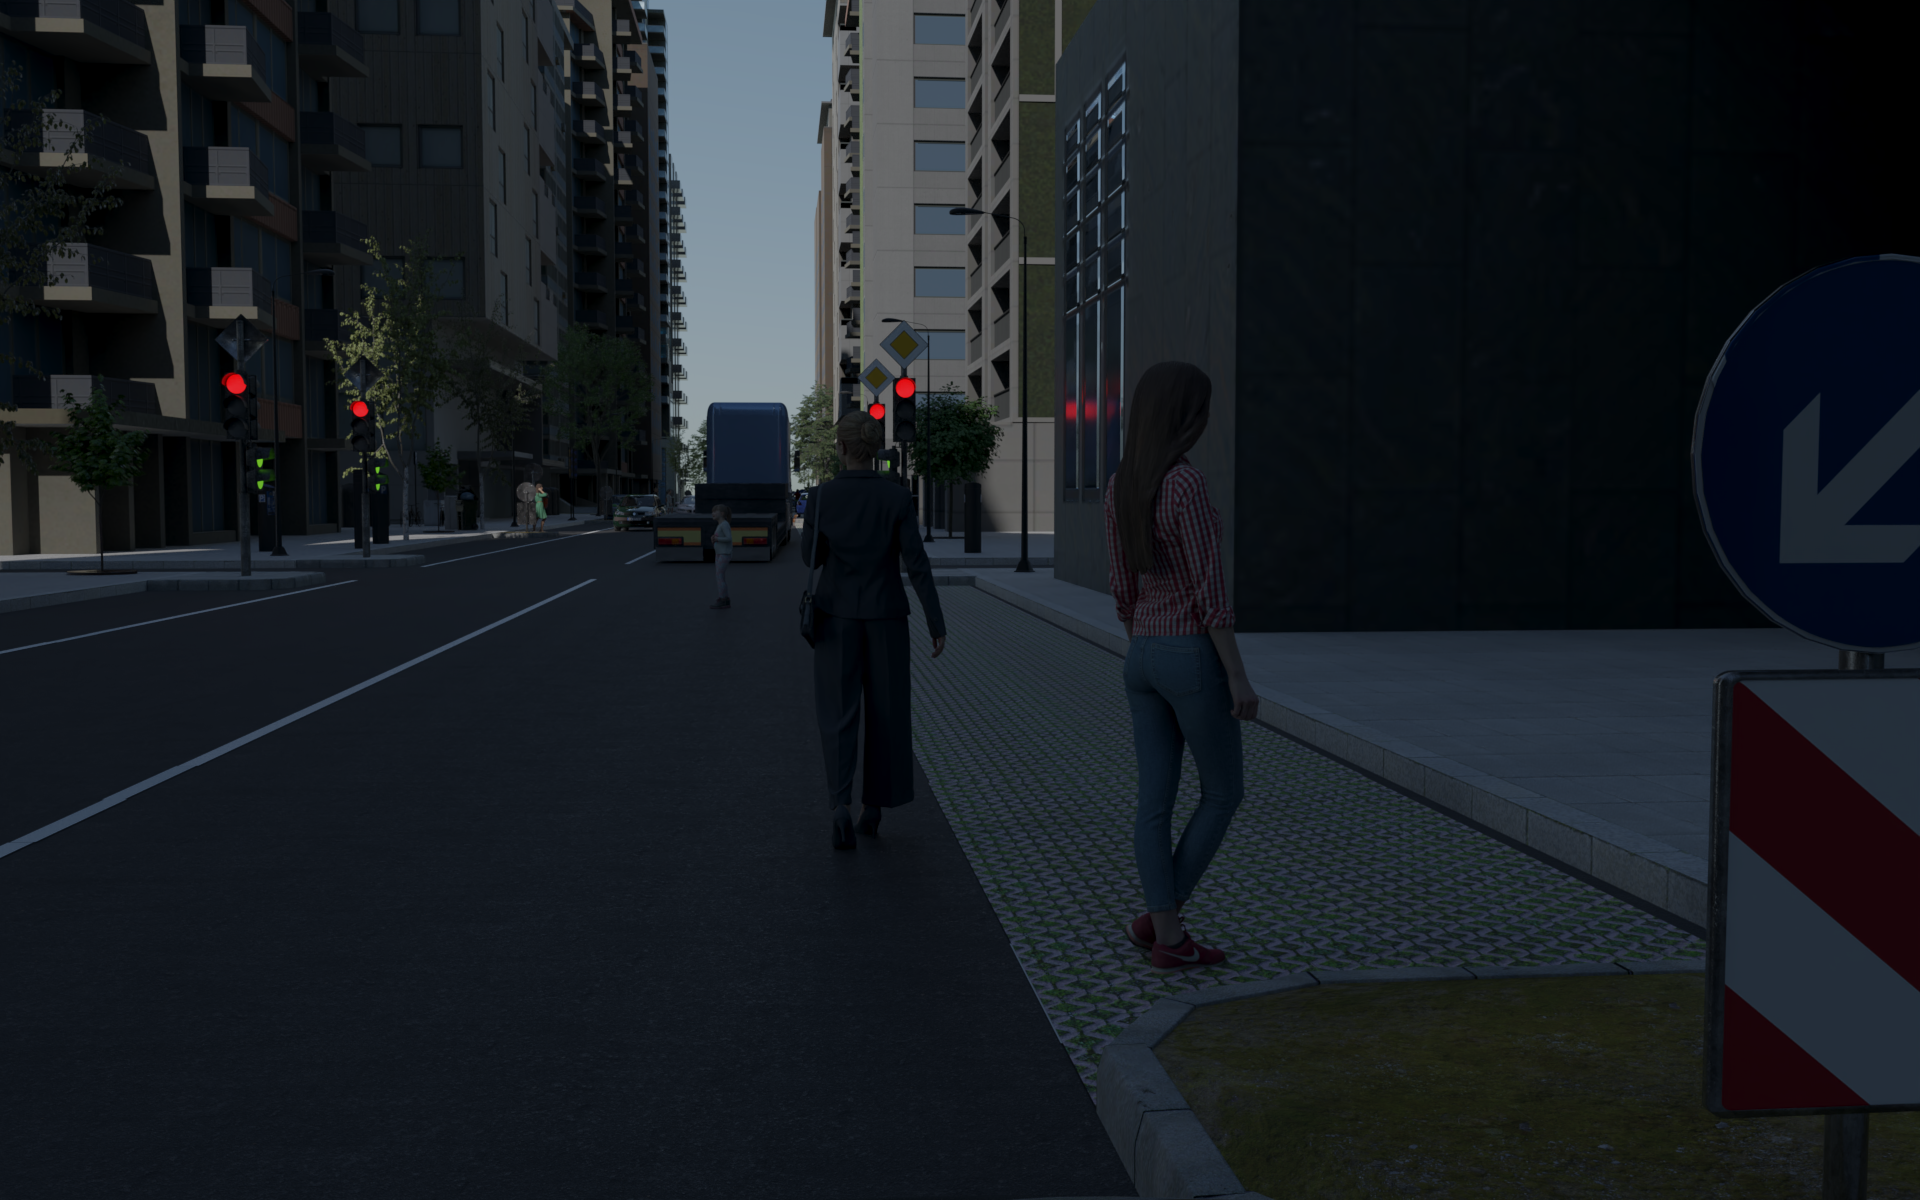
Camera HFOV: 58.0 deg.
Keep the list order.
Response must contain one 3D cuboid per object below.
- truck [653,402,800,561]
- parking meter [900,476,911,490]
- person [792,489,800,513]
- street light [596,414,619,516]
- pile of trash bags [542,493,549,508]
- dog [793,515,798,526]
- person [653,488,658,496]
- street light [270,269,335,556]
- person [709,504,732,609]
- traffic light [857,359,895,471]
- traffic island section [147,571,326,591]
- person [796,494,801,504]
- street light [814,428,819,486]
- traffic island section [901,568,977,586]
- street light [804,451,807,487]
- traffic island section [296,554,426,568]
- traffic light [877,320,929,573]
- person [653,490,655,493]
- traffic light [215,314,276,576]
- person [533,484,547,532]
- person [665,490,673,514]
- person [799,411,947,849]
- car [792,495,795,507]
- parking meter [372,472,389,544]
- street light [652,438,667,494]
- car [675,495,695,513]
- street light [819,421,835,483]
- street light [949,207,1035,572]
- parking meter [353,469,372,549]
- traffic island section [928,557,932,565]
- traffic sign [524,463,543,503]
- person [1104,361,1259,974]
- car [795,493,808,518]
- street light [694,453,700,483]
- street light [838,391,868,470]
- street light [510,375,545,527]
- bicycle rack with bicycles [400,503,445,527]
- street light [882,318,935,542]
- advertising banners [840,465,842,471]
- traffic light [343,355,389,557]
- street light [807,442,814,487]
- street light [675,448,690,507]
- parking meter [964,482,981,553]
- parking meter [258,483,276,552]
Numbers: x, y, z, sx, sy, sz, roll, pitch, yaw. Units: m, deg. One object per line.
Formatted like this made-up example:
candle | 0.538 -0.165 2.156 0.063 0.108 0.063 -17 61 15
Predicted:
truck | -5.789 -3.376 44.955 2.967 4.110 18.799 0 4 -4
parking meter | -1.844 -3.170 57.546 0.255 1.863 0.399 3 4 39
person | -12.369 -7.558 132.030 1.348 1.831 0.705 1 4 14
street light | -20.347 -7.788 99.883 1.470 5.913 1.316 0 4 -6
pile of trash bags | -25.557 -5.560 100.665 3.447 1.369 1.912 0 4 7
dog | -7.612 -3.591 77.998 0.540 0.507 0.406 -2 4 -29
person | -18.419 -5.764 102.960 1.509 1.804 0.699 -3 5 -40
street light | -13.613 -3.874 35.883 1.470 5.913 1.316 0 4 -6
person | -3.008 -0.549 21.761 0.394 1.301 0.425 -3 5 -41
traffic light | -1.756 -2.884 36.075 0.839 4.253 0.868 0 4 -6
traffic island section | -11.220 -0.300 27.179 2.009 0.180 2.903 0 4 -6
person | -11.349 -6.814 123.162 0.557 1.426 1.065 1 4 18
street light | -9.421 -9.179 122.617 1.470 5.913 1.316 0 4 -6
traffic island section | -0.884 -0.365 28.251 2.009 0.180 2.903 0 4 -6
street light | -16.005 -13.089 186.542 1.470 5.913 1.316 0 4 -6
traffic island section | -12.051 -0.785 35.121 2.009 0.180 2.903 0 4 -6
traffic light | -0.925 -2.398 28.133 0.839 4.253 0.868 0 4 -6
person | -22.060 -7.130 125.795 0.721 1.735 1.217 0 4 3
traffic light | -11.179 -2.332 27.048 0.839 4.253 0.868 0 4 -6
person | -15.049 -3.251 61.900 0.529 1.795 0.600 -1 4 -21
person | -17.868 -5.935 106.548 0.522 1.701 0.512 0 4 7
person | -0.377 0.110 7.125 0.576 1.772 0.534 -1 4 -21
car | -16.156 -9.856 173.142 2.014 1.417 4.499 0 4 -7
parking meter | -14.898 -2.374 44.524 0.255 1.863 0.399 2 4 27
street light | -24.895 -10.445 143.311 1.470 5.913 1.316 0 4 -6
car | -14.183 -4.929 92.945 2.083 1.381 4.827 0 4 -5
street light | -8.031 -8.414 110.109 1.470 5.913 1.316 0 4 -6
street light | 0.523 -3.409 28.271 1.470 5.913 1.316 0 4 -6
parking meter | -14.092 -2.142 40.735 0.255 1.863 0.399 0 4 -6
traffic island section | -1.715 -0.851 36.193 2.009 0.180 2.903 0 4 -6
traffic sign | -17.511 -4.343 71.106 0.768 2.556 0.104 0 4 -5
person | 0.669 0.204 5.168 0.388 1.821 0.555 -3 5 -41
car | -9.197 -5.930 106.548 1.945 1.707 3.694 0 4 -5
street light | -30.098 -13.518 193.566 1.470 5.913 1.316 0 4 -6
street light | -4.714 -6.472 78.351 1.470 5.913 1.316 0 4 -6
street light | -16.889 -5.817 67.646 1.470 5.913 1.316 0 4 -6
bicycle rack with bicycles | -20.673 -3.335 67.906 2.852 0.926 2.925 0 4 -6
street light | -1.370 -4.485 45.876 1.470 5.913 1.316 0 4 -6
advertising banners | -6.949 -6.551 103.302 0.090 3.025 2.074 1 4 9
traffic light | -12.010 -2.818 34.990 0.839 4.253 0.868 0 4 -6
street light | -12.664 -11.122 154.383 1.470 5.913 1.316 0 4 -6
street light | -28.181 -12.387 175.073 1.470 5.913 1.316 0 4 -6
parking meter | 0.279 -1.790 37.684 0.372 1.533 0.369 0 3 0
parking meter | -15.452 -1.848 38.620 0.372 1.533 0.369 0 3 0
